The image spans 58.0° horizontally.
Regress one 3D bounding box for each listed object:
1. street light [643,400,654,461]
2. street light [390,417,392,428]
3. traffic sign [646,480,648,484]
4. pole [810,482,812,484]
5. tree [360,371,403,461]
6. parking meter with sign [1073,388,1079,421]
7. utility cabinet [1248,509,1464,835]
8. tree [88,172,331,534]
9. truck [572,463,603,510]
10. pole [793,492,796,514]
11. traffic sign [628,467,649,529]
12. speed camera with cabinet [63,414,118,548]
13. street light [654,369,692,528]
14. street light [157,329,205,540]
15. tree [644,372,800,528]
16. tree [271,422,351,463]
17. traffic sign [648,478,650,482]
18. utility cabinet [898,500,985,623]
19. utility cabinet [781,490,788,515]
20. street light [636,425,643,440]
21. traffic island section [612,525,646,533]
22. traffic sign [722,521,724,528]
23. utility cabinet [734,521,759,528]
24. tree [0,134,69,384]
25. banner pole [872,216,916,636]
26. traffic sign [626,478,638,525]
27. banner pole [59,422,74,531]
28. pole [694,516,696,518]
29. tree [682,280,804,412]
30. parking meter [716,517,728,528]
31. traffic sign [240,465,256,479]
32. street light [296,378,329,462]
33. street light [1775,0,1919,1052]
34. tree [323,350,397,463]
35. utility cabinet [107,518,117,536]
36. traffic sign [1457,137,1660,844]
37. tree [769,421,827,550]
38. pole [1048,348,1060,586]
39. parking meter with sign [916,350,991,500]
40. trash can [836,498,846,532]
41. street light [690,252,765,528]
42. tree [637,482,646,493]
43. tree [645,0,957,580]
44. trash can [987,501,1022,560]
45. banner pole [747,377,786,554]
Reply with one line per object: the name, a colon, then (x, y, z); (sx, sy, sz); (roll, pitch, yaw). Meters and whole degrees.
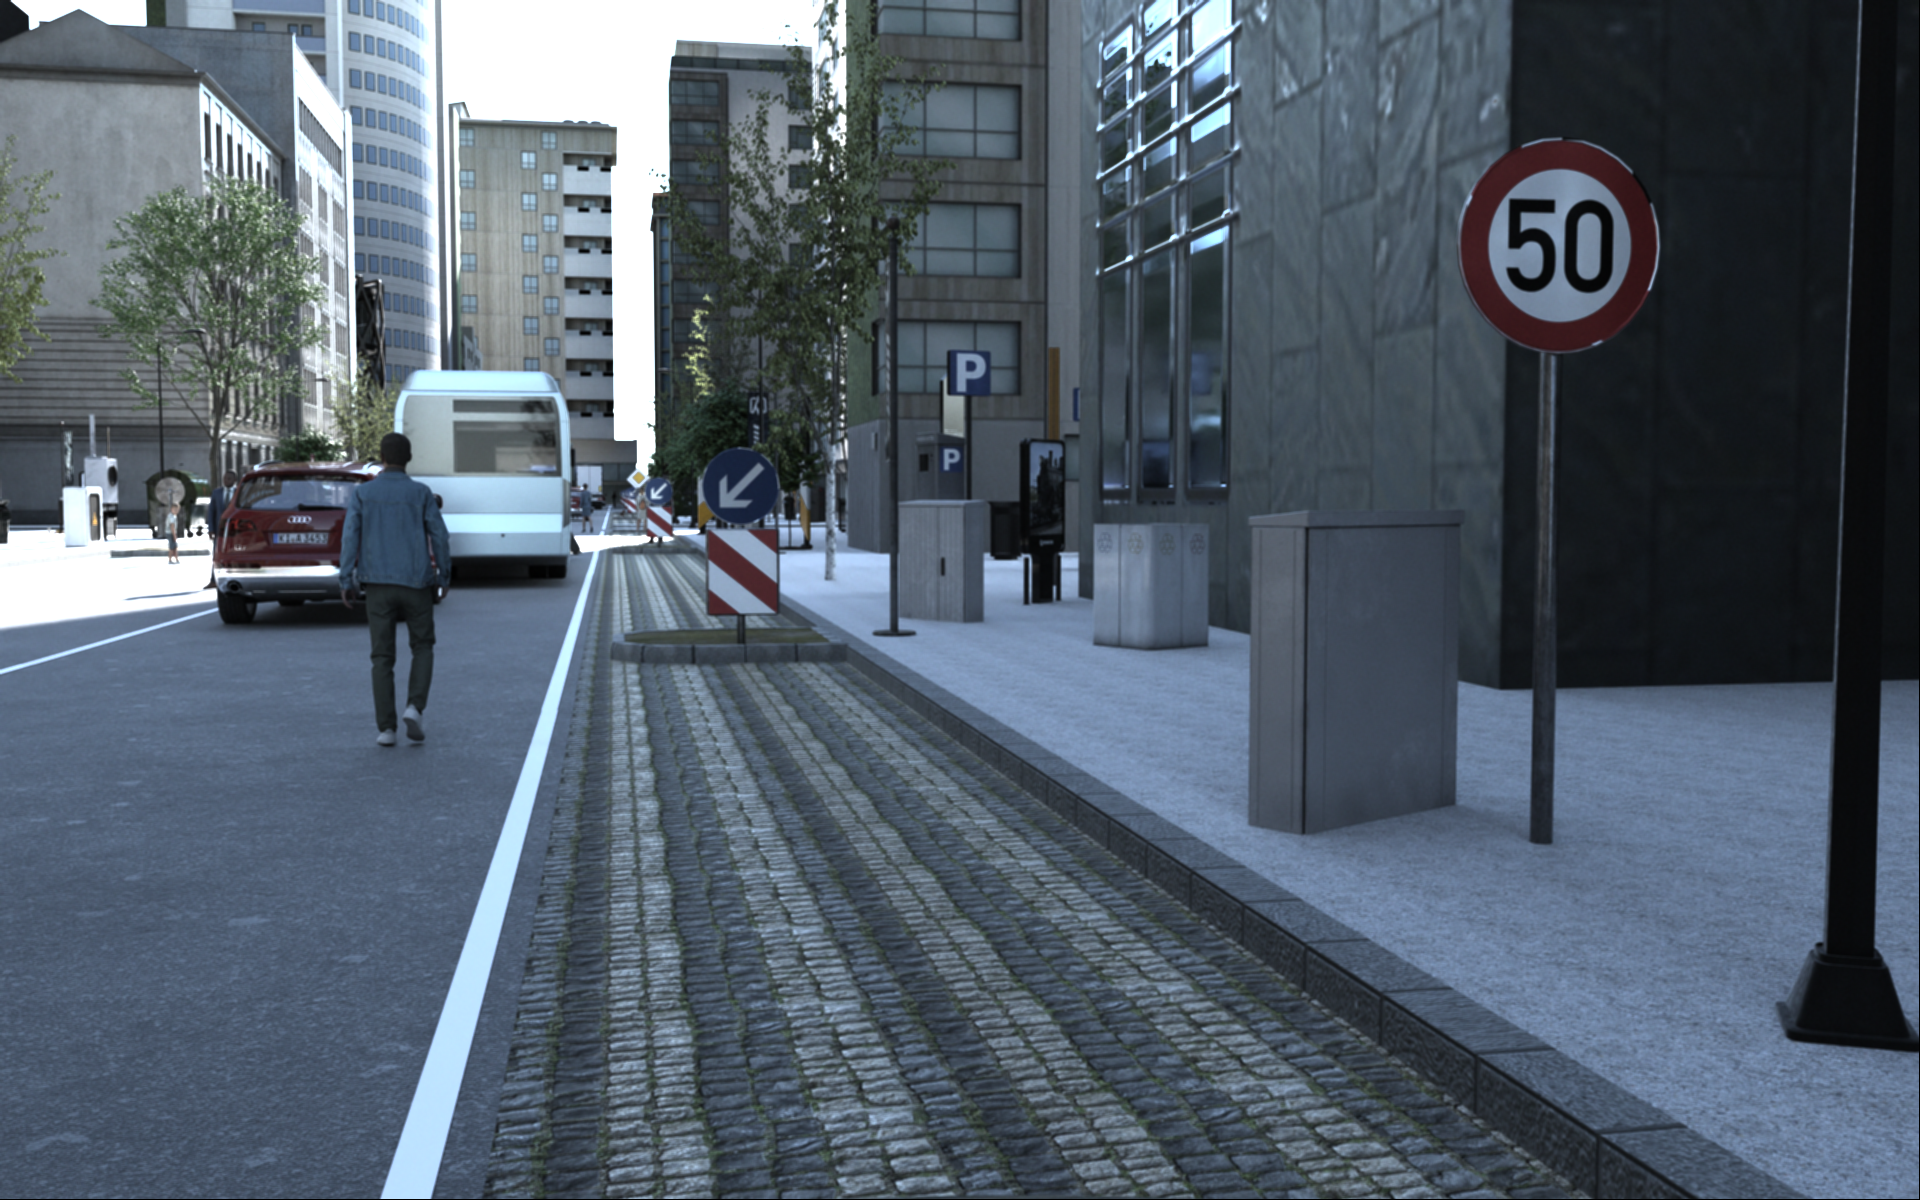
street light: (-14.860, -6.943, 86.058); (1.470, 5.913, 1.316); (-1, 4, -11)
street light: (-32.046, -7.757, 99.365); (1.470, 5.913, 1.316); (-1, 4, -11)
traffic sign: (-24.424, -8.368, 136.927); (0.768, 2.556, 0.104); (0, 4, -7)
pole: (-7.616, -5.789, 88.498); (0.158, 3.312, 0.155); (0, 3, 0)
tree: (-34.326, -9.399, 104.034); (4.737, 8.622, 4.395); (0, 3, 0)
parking meter with sign: (2.471, -2.011, 29.138); (0.543, 3.016, 1.738); (2, 4, 25)
utility cabinet: (1.582, 0.260, 6.914); (1.020, 1.237, 0.306); (-3, 5, -41)
tree: (-24.004, -7.951, 55.758); (9.928, 11.665, 9.643); (0, 3, 0)
truck: (-35.132, -10.689, 163.675); (2.839, 4.237, 11.283); (-1, 4, -13)
pole: (-10.502, -7.088, 109.735); (0.158, 3.312, 0.155); (0, 3, 0)
traffic sign: (-11.933, -3.715, 64.385); (0.795, 2.450, 0.064); (-1, 4, -11)
speed camera with cabinet: (-21.303, -2.943, 42.449); (0.660, 3.252, 2.038); (0, 4, -6)
street light: (-10.518, -5.623, 64.479); (1.470, 5.913, 1.316); (-1, 4, -11)
street light: (-21.949, -4.666, 48.836); (1.470, 5.913, 1.316); (-1, 4, -11)
tree: (-6.265, -3.867, 46.935); (4.285, 4.588, 4.351); (0, 3, 0)
tree: (-29.469, -5.806, 78.635); (4.285, 4.588, 4.351); (0, 3, 0)
traffic sign: (-22.269, -7.681, 125.689); (0.768, 2.556, 0.104); (0, 4, -2)
utility cabinet: (-0.204, -0.398, 17.670); (0.306, 1.237, 1.020); (-3, 5, -42)
utility cabinet: (-10.597, -5.913, 105.358); (0.318, 1.500, 1.173); (0, 4, 5)
street light: (-20.805, -8.784, 116.160); (1.470, 5.913, 1.316); (-1, 4, -11)
traffic island section: (-11.912, -2.580, 64.466); (2.009, 0.180, 2.903); (-1, 4, -11)
traffic sign: (-7.360, -3.278, 53.705); (0.768, 2.556, 0.104); (0, 4, -3)
utility cabinet: (-6.746, -2.810, 54.626); (0.318, 1.500, 1.173); (-3, 4, -36)
tree: (-20.207, -5.191, 35.243); (4.737, 8.622, 4.395); (0, 3, 0)
banner pole: (-0.636, -1.584, 15.919); (0.401, 3.779, 0.863); (-1, 4, -9)
traffic sign: (-13.499, -4.194, 72.215); (0.795, 2.450, 0.064); (-1, 4, -11)
banner pole: (-31.022, -4.289, 60.149); (0.863, 3.779, 0.401); (2, 4, 33)
pole: (-13.281, -5.701, 87.051); (0.158, 3.312, 0.155); (0, 3, 0)
tree: (-7.711, -6.732, 60.429); (4.360, 8.622, 3.978); (0, 3, 0)
parking meter: (-7.769, -2.938, 56.446); (0.372, 1.533, 0.369); (0, 3, 0)
traffic sign: (-25.259, -3.639, 61.628); (0.606, 2.300, 0.079); (-1, 4, -11)
street light: (-26.032, -5.934, 69.557); (1.470, 5.913, 1.316); (-1, 4, -11)
street light: (1.590, -1.916, 3.870); (1.470, 5.913, 1.316); (-1, 4, -11)
tree: (-30.547, -8.444, 88.425); (4.360, 8.622, 3.978); (0, 3, 0)
utility cabinet: (-26.164, -2.670, 52.327); (1.173, 1.500, 0.318); (-1, 4, -19)
traffic sign: (2.142, -0.379, 6.303); (0.768, 2.556, 0.104); (0, 4, -8)
tree: (-3.823, -2.784, 40.122); (1.663, 3.219, 1.824); (0, 3, 0)
pole: (1.311, -1.860, 24.249); (0.158, 3.312, 0.155); (0, 3, 0)
parking meter with sign: (-0.223, -1.566, 21.871); (0.543, 3.016, 1.738); (-2, 4, -24)
trash can: (-3.785, -2.857, 58.359); (0.748, 1.137, 0.748); (0, 3, 0)
street light: (-4.399, -3.732, 33.556); (1.470, 5.913, 1.316); (-1, 4, -11)
tree: (-34.704, -11.879, 188.829); (1.663, 3.219, 1.824); (0, 3, 0)
tree: (-2.152, -4.606, 25.667); (4.737, 8.622, 4.395); (0, 3, 0)
trash can: (0.898, -1.359, 33.868); (0.748, 1.137, 0.748); (0, 3, 0)
banner pole: (-4.175, -2.889, 37.257); (0.863, 3.779, 0.401); (0, 4, 8)
